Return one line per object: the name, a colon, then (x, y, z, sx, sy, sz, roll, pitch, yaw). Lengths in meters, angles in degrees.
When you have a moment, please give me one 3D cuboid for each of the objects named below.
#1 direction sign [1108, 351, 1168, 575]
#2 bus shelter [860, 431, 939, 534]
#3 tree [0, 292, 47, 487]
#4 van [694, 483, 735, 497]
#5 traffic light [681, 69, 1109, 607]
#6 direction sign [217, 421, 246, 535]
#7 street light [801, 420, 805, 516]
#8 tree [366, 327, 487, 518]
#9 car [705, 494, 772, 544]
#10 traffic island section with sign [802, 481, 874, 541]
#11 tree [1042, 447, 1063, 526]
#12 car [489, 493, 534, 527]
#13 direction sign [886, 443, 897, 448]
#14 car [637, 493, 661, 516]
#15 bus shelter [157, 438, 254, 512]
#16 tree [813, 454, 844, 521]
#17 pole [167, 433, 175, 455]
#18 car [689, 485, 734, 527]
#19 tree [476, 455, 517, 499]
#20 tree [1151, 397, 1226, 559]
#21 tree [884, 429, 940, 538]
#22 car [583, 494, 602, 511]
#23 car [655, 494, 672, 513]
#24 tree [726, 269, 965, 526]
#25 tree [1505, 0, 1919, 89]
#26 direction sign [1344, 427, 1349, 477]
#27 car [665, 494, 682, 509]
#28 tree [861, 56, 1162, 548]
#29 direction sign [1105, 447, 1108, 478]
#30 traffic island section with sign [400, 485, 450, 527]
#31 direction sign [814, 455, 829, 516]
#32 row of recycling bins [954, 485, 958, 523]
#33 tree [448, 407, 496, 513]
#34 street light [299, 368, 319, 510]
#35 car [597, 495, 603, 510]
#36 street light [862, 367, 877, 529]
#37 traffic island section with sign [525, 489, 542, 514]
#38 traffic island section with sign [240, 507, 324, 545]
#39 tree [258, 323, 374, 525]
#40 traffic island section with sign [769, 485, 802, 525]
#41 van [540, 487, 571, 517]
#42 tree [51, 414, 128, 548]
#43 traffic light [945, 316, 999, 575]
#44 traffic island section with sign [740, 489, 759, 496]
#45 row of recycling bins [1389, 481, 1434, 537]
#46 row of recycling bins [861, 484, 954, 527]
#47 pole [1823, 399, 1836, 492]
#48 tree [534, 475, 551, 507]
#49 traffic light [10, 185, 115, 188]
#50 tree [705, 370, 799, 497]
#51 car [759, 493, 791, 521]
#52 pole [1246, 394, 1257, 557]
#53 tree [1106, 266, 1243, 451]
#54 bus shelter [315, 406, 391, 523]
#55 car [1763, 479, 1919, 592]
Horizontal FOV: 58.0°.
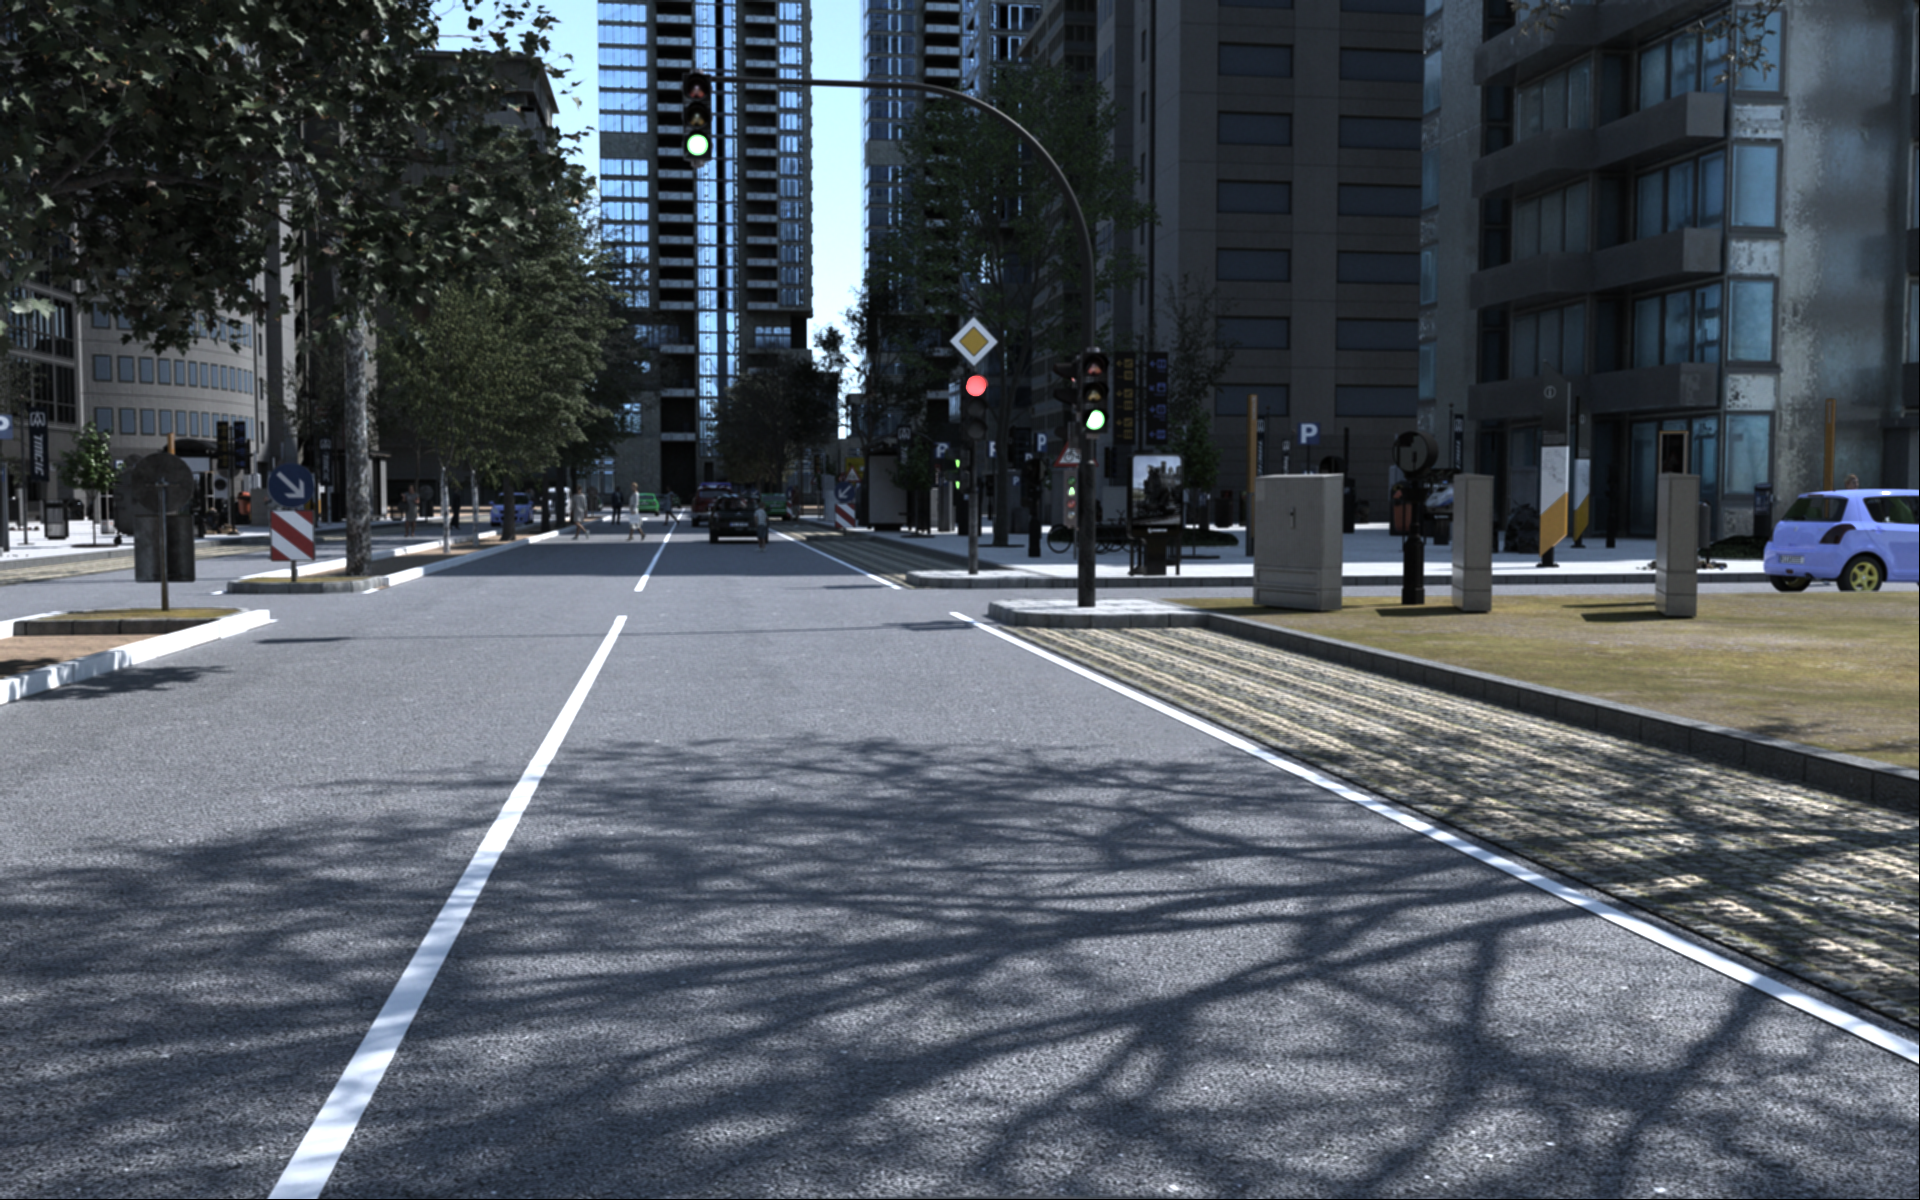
direction sign: (2.874, -2.177, 27.587, 0.876, 3.537, 0.379, -1, 4, -9)
bus shelter: (-2.079, -3.913, 57.896, 2.014, 3.302, 5.546, -1, 4, -9)
tree: (-31.558, -6.458, 55.953, 4.360, 8.622, 3.978, 0, 3, 0)
van: (-13.328, -5.502, 94.340, 2.240, 2.365, 5.245, -1, 4, -9)
traffic light: (-0.642, -2.722, 19.178, 4.771, 5.953, 1.251, -1, 4, -9)
direction sign: (-22.695, -3.793, 54.013, 0.876, 3.537, 0.379, 0, 3, 0)
street light: (-9.279, -7.888, 101.751, 0.468, 5.910, 1.993, -1, 4, -9)
tree: (-28.456, -9.588, 91.176, 7.601, 10.594, 8.767, 0, 4, -7)
car: (-6.599, -2.558, 51.615, 2.009, 1.686, 4.222, 0, 4, -8)
traffic island section with sign: (-3.707, -2.725, 53.174, 1.989, 1.847, 2.006, -1, 4, -9)
tree: (4.155, -4.642, 70.493, 1.663, 3.219, 1.824, 0, 3, 0)
car: (-20.098, -4.167, 77.715, 1.945, 1.707, 3.694, -1, 4, -10)
direction sign: (-3.117, -5.224, 77.409, 0.379, 3.537, 0.876, 3, 5, 39)
car: (-20.606, -6.399, 113.423, 1.959, 1.807, 4.718, -1, 4, -9)
bus shelter: (-28.473, -4.386, 65.627, 2.014, 3.302, 5.546, -1, 4, -9)
tree: (-6.292, -5.452, 83.743, 1.663, 3.219, 1.824, 0, 3, 0)
pole: (-26.389, -3.925, 58.016, 0.158, 3.312, 0.155, 0, 3, 0)
car: (-10.932, -4.193, 77.224, 2.281, 1.827, 5.304, -1, 4, -8)
tree: (-36.387, -9.330, 136.260, 4.285, 4.588, 4.351, 0, 3, 0)
tree: (4.733, -2.454, 34.727, 1.663, 3.219, 1.824, 0, 3, 0)
tree: (-1.176, -3.472, 51.375, 1.663, 3.219, 1.824, 0, 3, 0)
car: (-31.665, -8.329, 147.975, 2.131, 1.459, 4.920, 0, 4, -8)
car: (-22.729, -7.301, 131.371, 2.014, 1.417, 4.499, -1, 4, -10)
tree: (-3.725, -8.261, 69.474, 7.601, 10.594, 8.767, 3, 4, 37)
tree: (5.609, -5.955, 7.733, 12.009, 13.543, 11.850, 0, 3, 0)
direction sign: (13.188, -4.108, 59.165, 0.379, 3.537, 0.876, 1, 4, 20)
car: (-28.521, -9.743, 171.094, 2.131, 1.459, 4.920, 0, 4, -8)
tree: (1.088, -7.086, 41.613, 9.928, 11.665, 9.643, 0, 3, 0)
direction sign: (7.264, -5.604, 83.619, 0.379, 3.537, 0.876, 3, 5, 44)
traffic island section with sign: (-23.601, -4.154, 76.553, 1.989, 1.847, 2.006, -1, 4, -9)
direction sign: (-8.108, -6.694, 101.441, 0.876, 3.537, 0.379, -1, 4, -18)
row of recycling bins: (-0.462, -4.285, 77.171, 1.069, 1.692, 3.534, -2, 4, -26)
tree: (-33.475, -10.324, 119.159, 4.360, 8.622, 3.978, 0, 3, 0)
street light: (-23.943, -5.570, 63.856, 0.468, 5.910, 1.993, -1, 4, -9)
car: (-34.032, -9.048, 160.513, 1.945, 1.354, 3.894, -1, 4, -10)
street light: (-3.316, -5.531, 63.228, 0.468, 5.910, 1.993, -1, 4, -9)
traffic island section with sign: (-31.196, -7.165, 125.777, 1.989, 1.847, 2.006, -1, 4, -9)
traffic island section with sign: (-19.475, -2.525, 49.915, 1.989, 1.847, 2.006, -1, 4, -9)
tree: (-26.674, -7.462, 72.365, 4.360, 8.622, 3.978, 0, 3, 0)
traffic island section with sign: (-7.882, -4.373, 80.130, 1.989, 1.847, 2.006, -1, 4, -9)
van: (-24.715, -6.079, 106.410, 2.013, 2.044, 4.112, 0, 4, -8)
tree: (-20.902, -2.897, 41.968, 1.663, 3.219, 1.824, 0, 3, 0)
traffic light: (0.192, -2.361, 27.528, 0.839, 4.253, 0.868, -1, 4, -9)
traffic island section with sign: (-15.308, -7.314, 128.214, 1.989, 1.847, 2.006, -1, 4, -9)
row of recycling bins: (14.131, -2.756, 52.167, 1.069, 1.692, 3.534, -1, 4, -17)
row of recycling bins: (-2.170, -3.768, 68.714, 3.534, 1.692, 1.069, -1, 4, -8)
pole: (18.677, -2.654, 37.236, 0.158, 3.312, 0.155, 0, 3, 0)
tree: (-42.076, -11.015, 174.697, 1.663, 3.219, 1.824, 0, 3, 0)
traffic light: (-13.872, -3.102, 25.383, 4.771, 5.953, 1.251, -1, 4, -9)
tree: (-20.426, -16.350, 173.977, 9.857, 13.997, 8.962, 0, 3, 0)
car: (-10.112, -5.166, 93.266, 1.959, 1.807, 4.718, -1, 4, -10)
pole: (5.980, -2.549, 35.511, 0.158, 3.312, 0.155, 0, 3, 0)
tree: (6.997, -6.445, 55.736, 4.360, 8.622, 3.978, 0, 3, 0)
bus shelter: (-28.775, -6.382, 81.973, 2.179, 5.291, 8.768, -1, 4, -9)
car: (13.448, -0.920, 24.626, 3.694, 1.707, 1.945, -1, 4, -11)
